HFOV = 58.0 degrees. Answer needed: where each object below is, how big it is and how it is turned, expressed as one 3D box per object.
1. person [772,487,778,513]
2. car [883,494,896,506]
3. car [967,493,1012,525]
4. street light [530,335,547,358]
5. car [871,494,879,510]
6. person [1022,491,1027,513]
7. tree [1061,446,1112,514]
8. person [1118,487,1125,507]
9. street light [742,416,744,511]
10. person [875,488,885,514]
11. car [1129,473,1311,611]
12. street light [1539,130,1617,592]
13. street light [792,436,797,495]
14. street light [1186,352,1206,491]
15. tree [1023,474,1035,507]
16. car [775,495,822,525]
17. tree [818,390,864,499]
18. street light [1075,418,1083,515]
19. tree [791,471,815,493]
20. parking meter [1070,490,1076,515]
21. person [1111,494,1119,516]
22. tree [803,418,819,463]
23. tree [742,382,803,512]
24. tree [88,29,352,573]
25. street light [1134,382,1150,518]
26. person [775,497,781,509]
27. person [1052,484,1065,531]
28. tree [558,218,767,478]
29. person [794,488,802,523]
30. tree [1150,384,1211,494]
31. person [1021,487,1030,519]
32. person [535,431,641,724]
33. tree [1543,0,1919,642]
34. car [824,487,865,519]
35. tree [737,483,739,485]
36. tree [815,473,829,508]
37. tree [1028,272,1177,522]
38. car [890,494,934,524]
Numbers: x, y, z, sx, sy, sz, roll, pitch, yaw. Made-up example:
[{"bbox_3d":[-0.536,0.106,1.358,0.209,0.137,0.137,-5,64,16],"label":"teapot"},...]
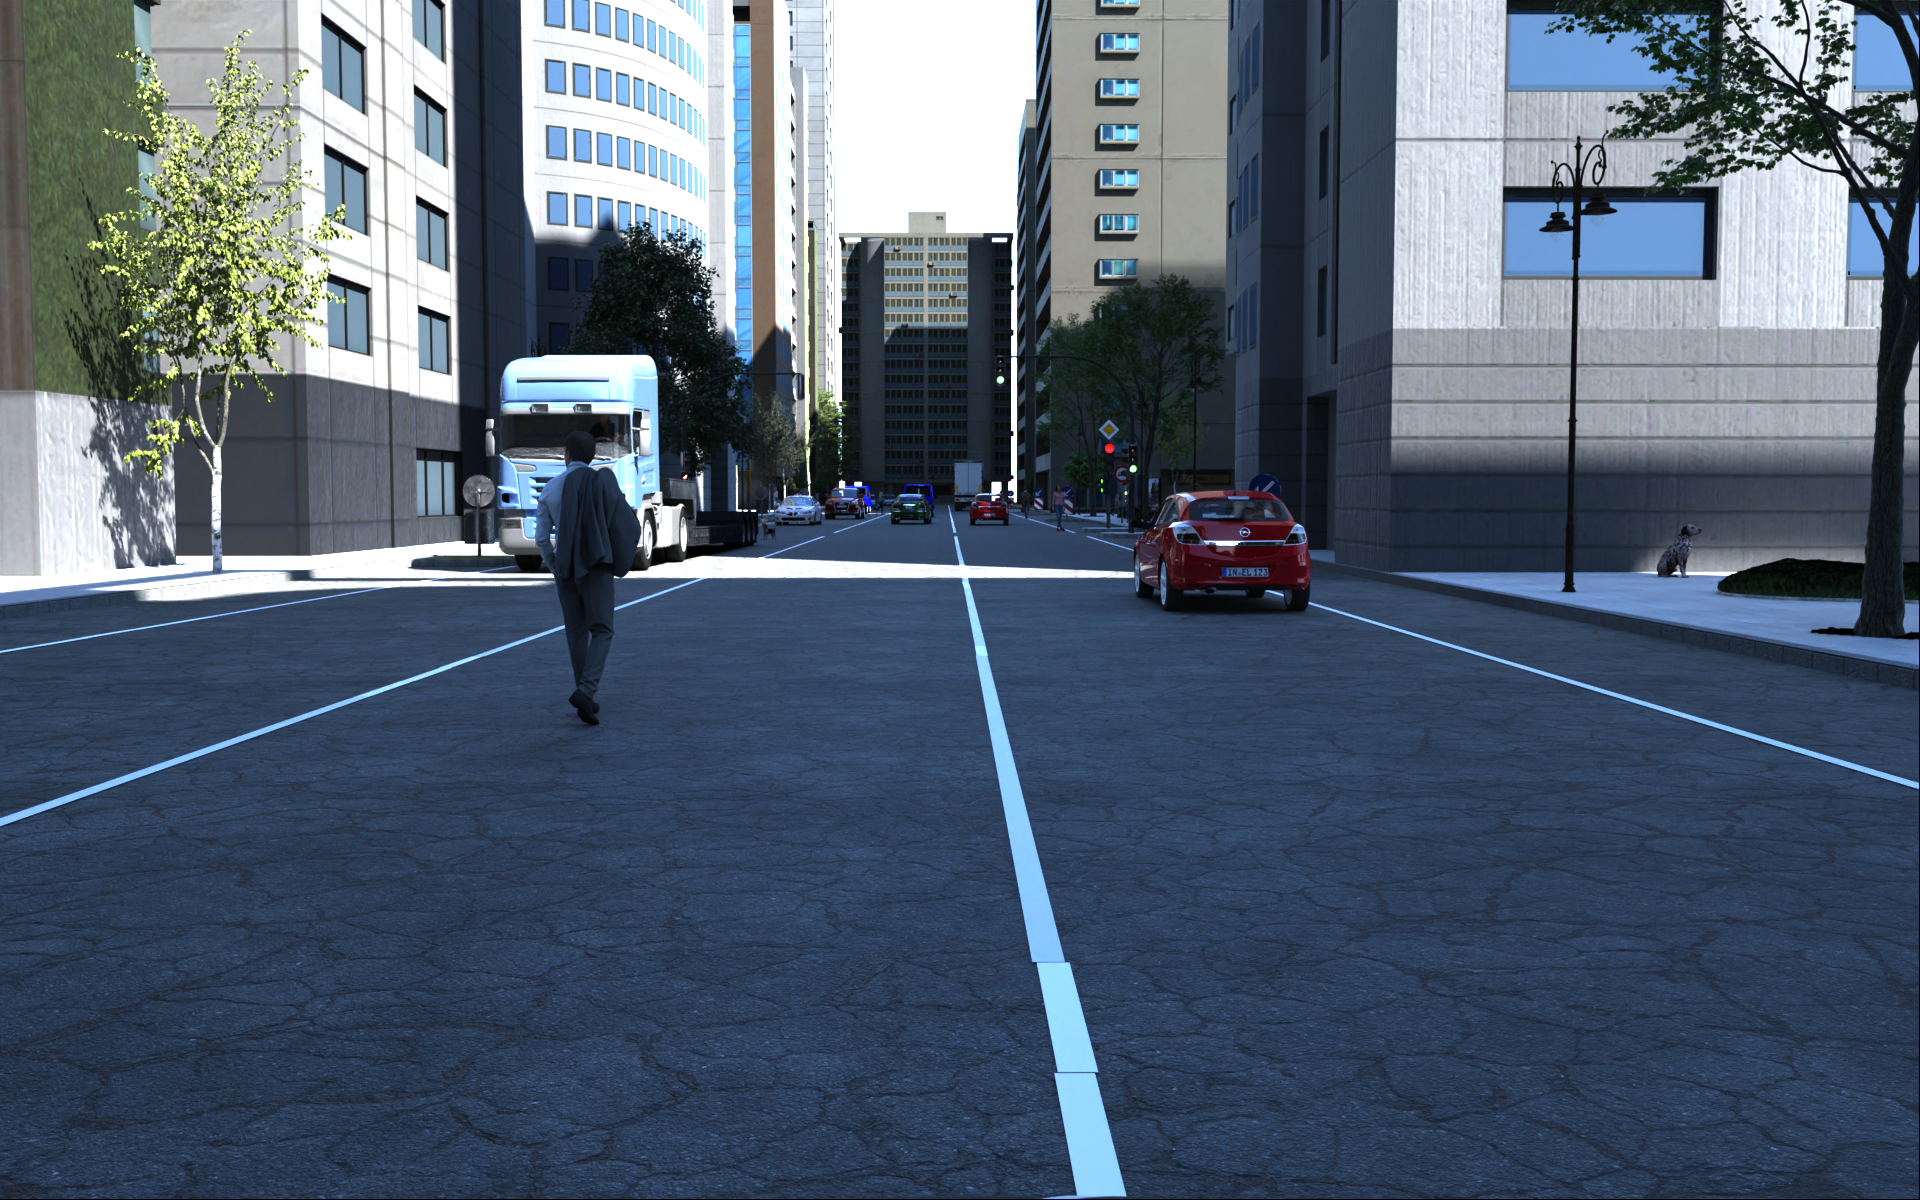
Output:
[{"bbox_3d":[-12.496,-6.822,117.941,0.624,1.780,0.694,-1,4,-12],"label":"person"},{"bbox_3d":[-7.364,-10.276,180.021,2.014,1.417,4.499,0,4,-2],"label":"car"},{"bbox_3d":[1.371,-4.386,80.751,2.155,1.783,4.494,0,4,1],"label":"car"},{"bbox_3d":[-12.250,-4.755,50.539,0.468,5.910,1.993,0,4,0],"label":"street light"},{"bbox_3d":[-8.187,-8.693,154.130,2.014,1.417,4.499,0,4,1],"label":"car"},{"bbox_3d":[4.957,-7.584,131.858,0.474,1.900,0.648,1,4,9],"label":"person"},{"bbox_3d":[8.294,-7.962,113.884,4.285,4.588,4.351,0,3,0],"label":"tree"},{"bbox_3d":[10.930,-6.703,115.987,0.721,1.781,0.623,2,4,33],"label":"person"},{"bbox_3d":[-12.639,-7.818,100.615,0.468,5.910,1.993,0,4,0],"label":"street light"},{"bbox_3d":[-5.759,-7.125,124.836,0.795,1.843,0.661,0,4,0],"label":"person"},{"bbox_3d":[3.349,-0.836,22.701,2.155,1.783,4.494,0,4,-1],"label":"car"},{"bbox_3d":[7.981,-3.042,22.521,0.468,5.910,1.993,0,4,0],"label":"street light"},{"bbox_3d":[-12.924,-9.939,135.290,0.468,5.910,1.993,0,4,0],"label":"street light"},{"bbox_3d":[7.672,-5.124,56.569,0.468,5.910,1.993,0,4,0],"label":"street light"},{"bbox_3d":[7.089,-10.954,173.695,1.663,3.219,1.824,0,3,0],"label":"tree"},{"bbox_3d":[-7.518,-4.190,80.871,2.083,1.381,4.827,0,4,1],"label":"car"},{"bbox_3d":[-14.356,-16.516,188.170,7.486,12.596,7.792,0,3,0],"label":"tree"},{"bbox_3d":[7.296,-8.132,105.747,0.468,5.910,1.993,0,4,0],"label":"street light"},{"bbox_3d":[-13.274,-9.118,143.673,1.663,3.219,1.824,0,3,0],"label":"tree"},{"bbox_3d":[6.975,-6.046,107.258,0.372,1.533,0.369,0,3,0],"label":"parking meter"},{"bbox_3d":[8.981,-5.439,99.243,0.640,1.303,0.475,0,4,0],"label":"person"},{"bbox_3d":[-12.919,-10.974,129.781,4.360,8.622,3.978,0,3,0],"label":"tree"},{"bbox_3d":[-12.776,-9.885,111.985,4.360,8.622,3.978,0,3,0],"label":"tree"},{"bbox_3d":[-12.113,-4.759,28.172,4.737,8.622,4.395,0,3,0],"label":"tree"},{"bbox_3d":[7.520,-6.050,71.698,0.468,5.910,1.993,0,4,0],"label":"street light"},{"bbox_3d":[-11.078,-5.656,105.660,0.332,1.250,0.352,3,5,41],"label":"person"},{"bbox_3d":[3.793,-3.562,66.747,0.555,1.821,0.388,-2,4,-30],"label":"person"},{"bbox_3d":[-12.759,-9.488,72.136,9.611,12.733,9.660,0,3,0],"label":"tree"},{"bbox_3d":[-8.138,-4.752,87.033,0.563,1.720,0.643,3,4,36],"label":"person"},{"bbox_3d":[14.170,-9.970,113.377,4.737,8.622,4.395,0,3,0],"label":"tree"},{"bbox_3d":[3.831,-5.674,101.232,0.622,1.834,0.822,1,4,20],"label":"person"},{"bbox_3d":[-2.347,-0.144,10.962,0.679,1.850,0.850,0,4,2],"label":"person"},{"bbox_3d":[8.464,-5.471,15.201,9.928,11.665,9.643,0,3,0],"label":"tree"},{"bbox_3d":[-6.587,-5.556,99.514,2.281,1.827,5.304,0,4,1],"label":"car"},{"bbox_3d":[-18.764,-8.837,139.080,1.663,3.219,1.824,0,3,0],"label":"tree"},{"bbox_3d":[-13.176,-10.157,160.675,1.663,3.219,1.824,0,3,0],"label":"tree"},{"bbox_3d":[8.822,-9.476,80.682,9.928,11.665,9.643,0,3,0],"label":"tree"},{"bbox_3d":[-2.342,-4.397,83.695,2.131,1.459,4.920,0,4,1],"label":"car"}]
